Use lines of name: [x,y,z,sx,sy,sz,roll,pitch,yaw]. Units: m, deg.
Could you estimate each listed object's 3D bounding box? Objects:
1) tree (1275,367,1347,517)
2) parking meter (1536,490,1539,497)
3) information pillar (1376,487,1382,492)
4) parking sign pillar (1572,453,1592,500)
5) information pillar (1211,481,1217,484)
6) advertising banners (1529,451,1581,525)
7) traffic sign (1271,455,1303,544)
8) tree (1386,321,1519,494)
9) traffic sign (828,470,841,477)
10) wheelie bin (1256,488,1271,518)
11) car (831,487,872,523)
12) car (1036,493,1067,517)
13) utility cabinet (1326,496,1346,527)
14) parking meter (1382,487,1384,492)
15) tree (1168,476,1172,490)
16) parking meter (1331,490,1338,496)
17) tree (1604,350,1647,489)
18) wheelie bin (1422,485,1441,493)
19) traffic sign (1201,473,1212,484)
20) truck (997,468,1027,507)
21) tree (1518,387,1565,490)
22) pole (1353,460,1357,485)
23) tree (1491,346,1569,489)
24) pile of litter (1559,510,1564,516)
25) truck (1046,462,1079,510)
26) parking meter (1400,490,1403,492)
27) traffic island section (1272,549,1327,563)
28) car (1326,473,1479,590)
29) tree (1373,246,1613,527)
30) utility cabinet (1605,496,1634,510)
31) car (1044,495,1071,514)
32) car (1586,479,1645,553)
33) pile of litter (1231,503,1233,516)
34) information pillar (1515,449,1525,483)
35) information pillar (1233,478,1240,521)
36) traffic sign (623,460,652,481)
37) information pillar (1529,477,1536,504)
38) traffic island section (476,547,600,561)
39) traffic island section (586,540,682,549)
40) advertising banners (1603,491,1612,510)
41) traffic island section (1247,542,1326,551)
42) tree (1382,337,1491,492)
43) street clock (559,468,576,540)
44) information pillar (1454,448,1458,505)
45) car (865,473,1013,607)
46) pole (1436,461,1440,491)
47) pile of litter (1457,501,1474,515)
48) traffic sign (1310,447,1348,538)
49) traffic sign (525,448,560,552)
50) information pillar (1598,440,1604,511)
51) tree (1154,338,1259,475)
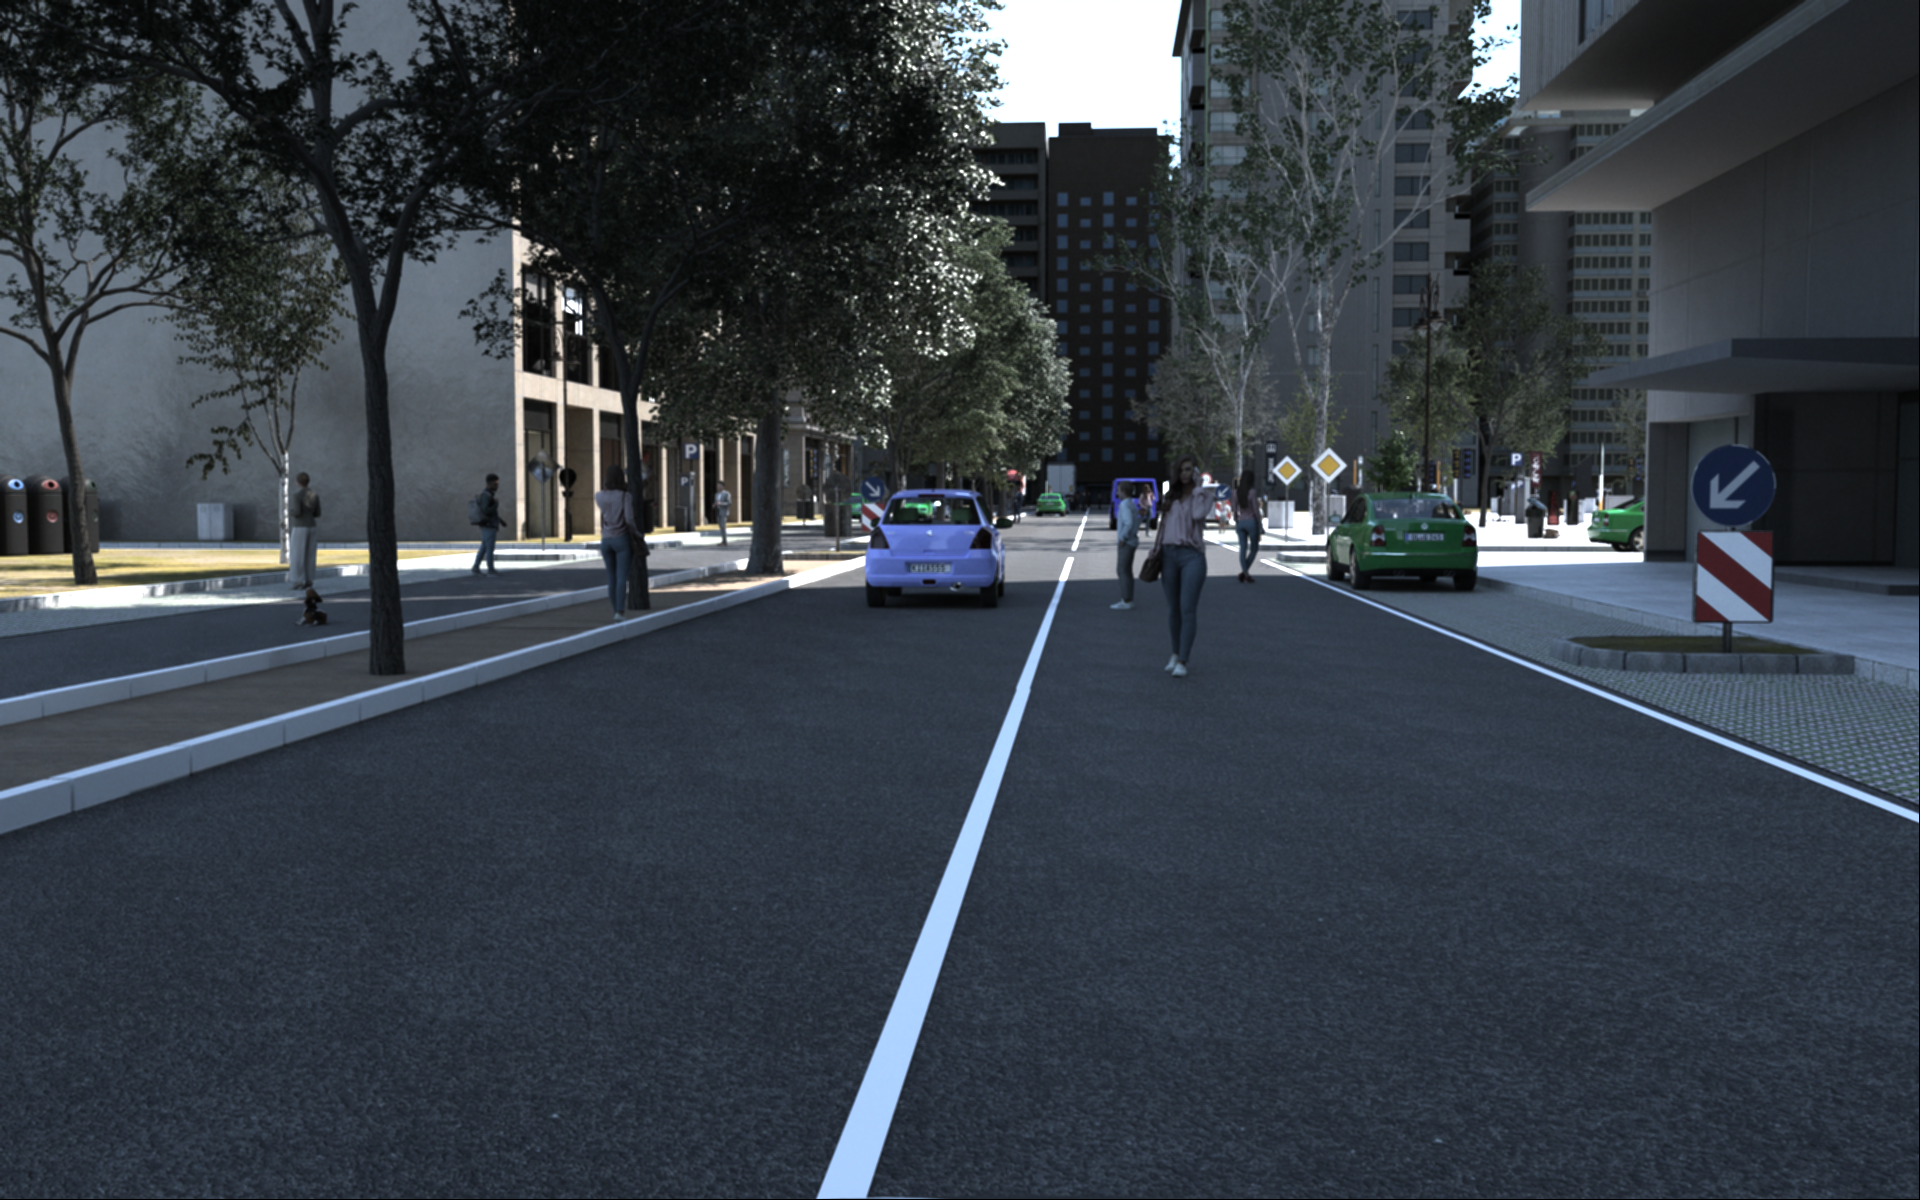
tree: [19.701,-8.982,97.216,4.737,8.622,4.395,0,3,0]
parking meter: [34.179,-5.782,102.951,0.372,1.533,0.369,0,3,0]
information pillar: [24.416,-5.901,100.970,0.304,2.012,0.304,1,4,11]
parking sign pillar: [41.254,-7.734,114.925,1.447,3.967,1.447,-1,4,-20]
information pillar: [14.066,-5.597,95.999,0.304,2.012,0.304,2,4,26]
advertising banners: [24.345,-4.570,70.905,2.074,3.025,0.090,1,4,10]
traffic sign: [8.455,-2.520,44.840,0.795,2.450,0.064,0,4,4]
tree: [20.248,-7.496,72.922,4.737,8.622,4.395,0,3,0]
traffic sign: [-6.691,-5.680,92.967,0.768,2.556,0.104,0,4,5]
wheelie bin: [16.017,-5.128,91.758,0.693,1.594,0.980,-2,4,-33]
car: [-5.393,-4.759,86.613,1.959,1.807,4.718,0,4,6]
car: [5.859,-6.271,111.326,1.959,1.807,4.718,0,4,5]
utility cabinet: [14.374,-3.412,66.947,1.020,1.237,0.306,3,4,36]
parking meter: [26.827,-6.355,109.620,0.399,1.863,0.255,0,4,6]
tree: [19.637,-10.126,160.165,1.663,3.219,1.824,0,3,0]
parking meter: [22.484,-5.847,104.007,0.372,1.533,0.369,0,3,0]
tree: [33.627,-8.208,84.569,4.360,8.622,3.978,0,3,0]
wheelie bin: [16.520,-3.247,60.992,0.693,1.594,0.980,0,4,-4]
traffic sign: [14.733,-6.353,103.977,0.768,2.556,0.104,1,4,8]
truck: [5.740,-12.218,188.670,2.839,4.237,11.283,0,4,5]
tree: [36.286,-9.780,110.257,4.737,8.622,4.395,0,3,0]
pole: [23.577,-6.703,103.437,0.158,3.312,0.155,0,3,0]
tree: [28.059,-8.283,85.796,4.360,8.622,3.978,0,3,0]
pile of litter: [35.668,-5.391,102.113,1.719,0.858,1.176,0,4,7]
truck: [9.356,-10.345,158.059,2.839,4.237,11.283,0,4,5]
parking meter: [28.137,-6.263,110.818,0.372,1.533,0.369,0,3,0]
traffic island section: [7.863,-0.897,36.954,2.009,0.180,2.903,0,4,4]
car: [6.834,-1.117,27.060,1.959,1.807,4.718,0,4,4]
tree: [20.076,-8.054,66.093,8.767,10.594,7.601,0,4,4]
utility cabinet: [25.484,-3.413,66.963,1.020,1.237,0.306,0,4,1]
car: [7.067,-6.988,126.249,2.014,1.417,4.499,0,4,5]
car: [17.415,-1.977,41.126,4.718,1.807,1.959,0,4,6]
pile of litter: [16.252,-5.453,103.127,1.719,0.858,1.176,-3,5,-41]
information pillar: [29.196,-6.051,90.293,0.504,3.616,0.183,-1,4,-11]
information pillar: [13.041,-4.706,81.430,0.304,2.012,0.304,3,5,44]
traffic sign: [-8.587,-2.601,46.172,0.795,2.450,0.064,0,4,4]
information pillar: [25.059,-4.374,76.000,0.304,2.012,0.304,0,4,-6]
traffic island section: [-9.227,-0.978,38.275,2.009,0.180,2.903,0,4,4]
traffic island section: [-8.612,-1.465,46.236,2.009,0.180,2.903,0,4,4]
advertising banners: [29.268,-5.040,78.594,0.090,3.025,2.074,0,4,7]
traffic island section: [8.479,-1.384,44.916,2.009,0.180,2.903,0,4,4]
tree: [21.110,-7.847,78.654,4.360,8.622,3.978,0,3,0]
street clock: [-10.979,-2.688,48.514,0.471,2.002,0.358,-1,4,-15]
information pillar: [25.394,-5.957,88.752,0.183,3.616,0.504,0,4,8]
car: [-0.275,-0.835,23.239,1.945,1.707,3.694,0,4,3]
pole: [29.712,-6.960,107.635,0.158,3.312,0.155,0,3,0]
pile of litter: [30.708,-5.601,105.541,1.719,0.858,1.176,-2,4,-31]
traffic sign: [7.839,-2.033,36.879,0.795,2.450,0.064,0,4,4]
traffic sign: [-9.203,-2.114,38.211,0.795,2.450,0.064,0,4,4]
information pillar: [27.945,-5.147,75.515,0.183,3.616,0.504,2,4,30]
tree: [17.550,-12.610,124.297,7.486,12.596,7.792,0,3,0]
